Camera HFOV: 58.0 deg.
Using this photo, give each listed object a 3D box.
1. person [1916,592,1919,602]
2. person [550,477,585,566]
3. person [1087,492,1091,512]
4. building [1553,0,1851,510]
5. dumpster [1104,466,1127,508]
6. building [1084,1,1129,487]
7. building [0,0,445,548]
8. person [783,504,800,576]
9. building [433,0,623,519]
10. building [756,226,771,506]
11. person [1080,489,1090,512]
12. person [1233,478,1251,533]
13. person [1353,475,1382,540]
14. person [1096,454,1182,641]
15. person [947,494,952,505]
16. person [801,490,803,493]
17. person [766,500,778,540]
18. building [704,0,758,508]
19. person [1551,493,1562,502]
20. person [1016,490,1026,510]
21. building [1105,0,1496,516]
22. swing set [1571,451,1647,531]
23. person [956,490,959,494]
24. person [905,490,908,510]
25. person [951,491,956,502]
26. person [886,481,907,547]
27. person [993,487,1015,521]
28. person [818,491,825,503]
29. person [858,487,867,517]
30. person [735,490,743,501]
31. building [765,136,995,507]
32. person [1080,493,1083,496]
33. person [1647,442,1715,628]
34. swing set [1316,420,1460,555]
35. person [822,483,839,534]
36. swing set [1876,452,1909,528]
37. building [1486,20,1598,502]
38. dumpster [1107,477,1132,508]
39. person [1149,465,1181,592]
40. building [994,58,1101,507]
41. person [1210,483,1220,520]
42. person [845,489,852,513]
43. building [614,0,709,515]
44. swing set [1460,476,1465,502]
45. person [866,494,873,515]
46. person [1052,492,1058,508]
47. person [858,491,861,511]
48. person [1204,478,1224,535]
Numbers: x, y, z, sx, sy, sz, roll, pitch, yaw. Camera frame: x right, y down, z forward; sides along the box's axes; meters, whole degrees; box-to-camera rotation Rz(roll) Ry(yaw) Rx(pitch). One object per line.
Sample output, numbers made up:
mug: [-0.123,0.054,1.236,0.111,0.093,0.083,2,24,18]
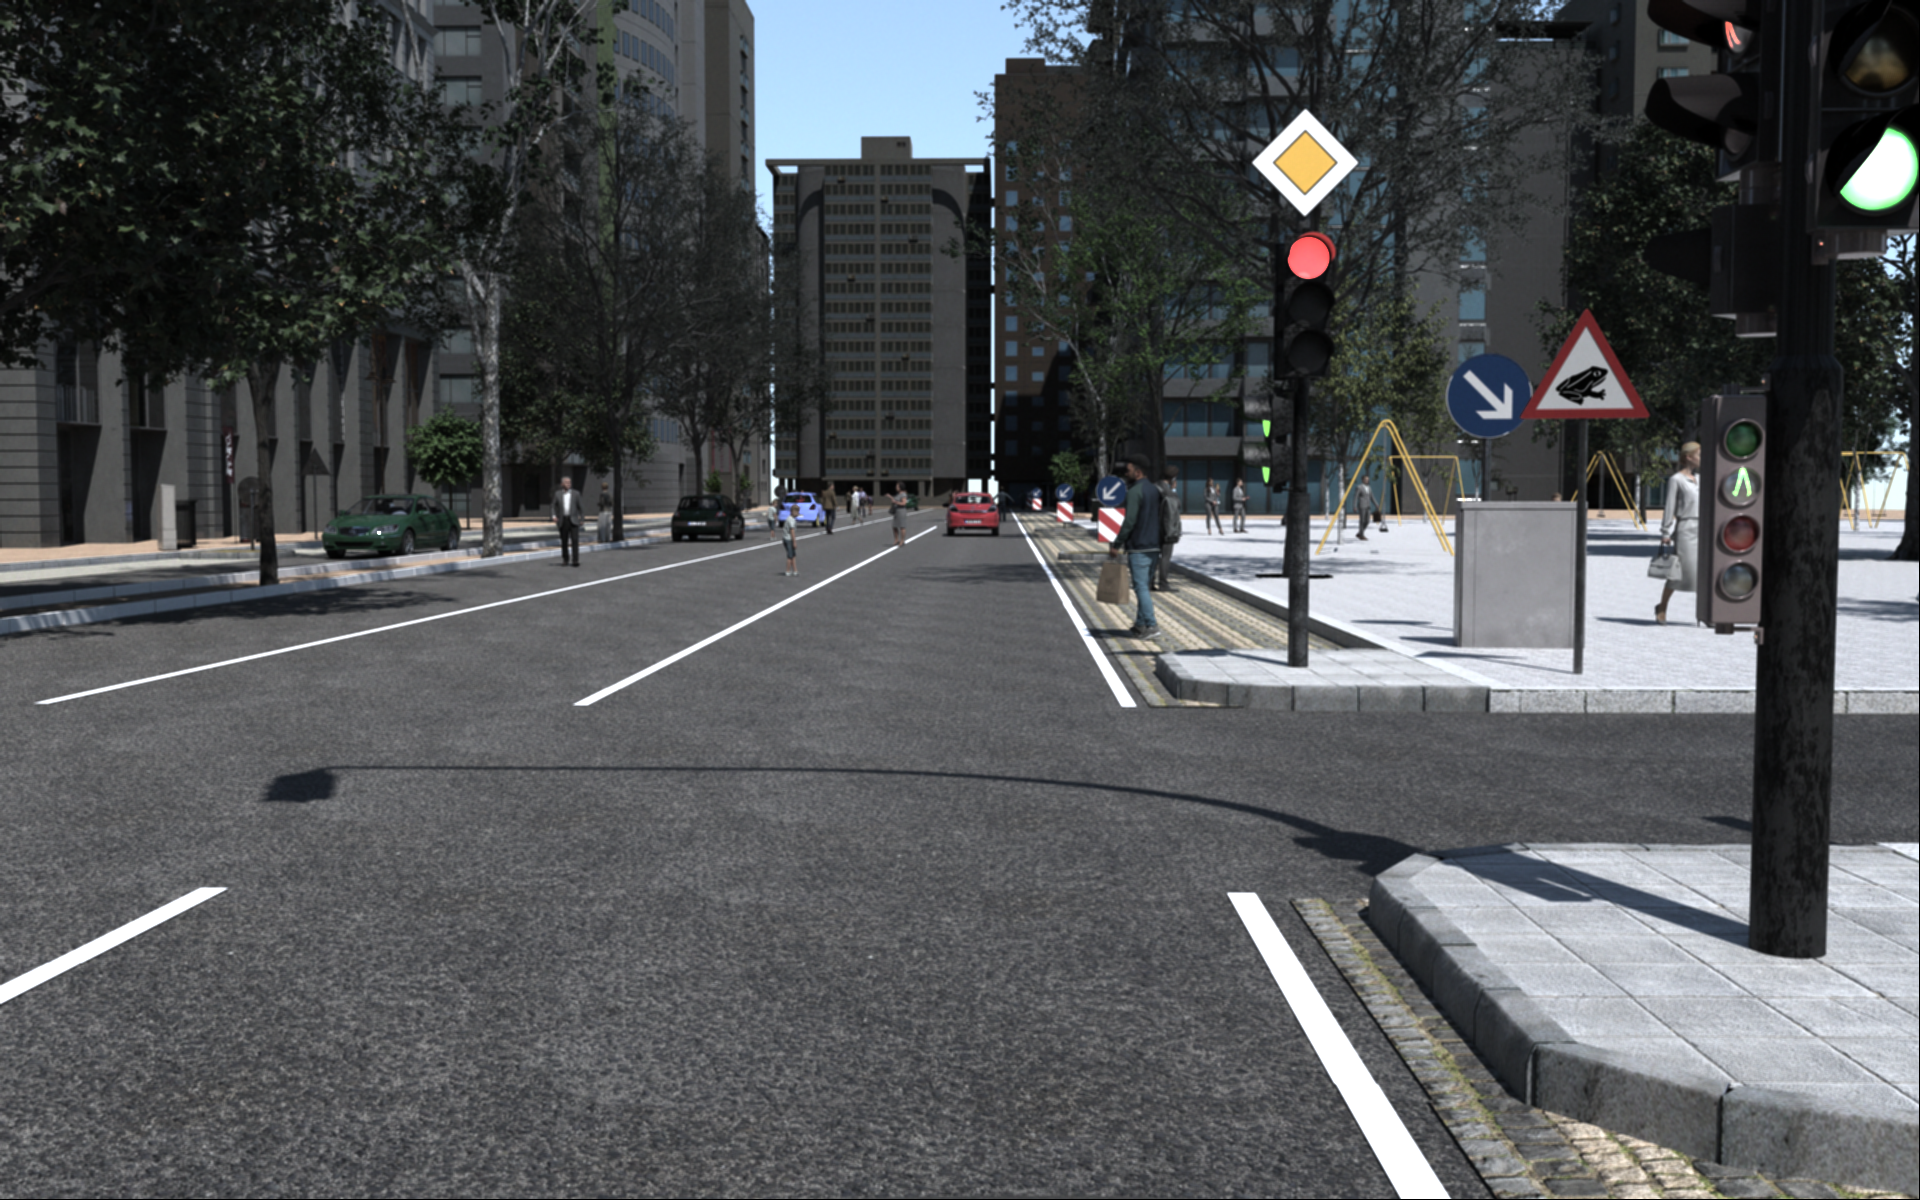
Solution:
person: [11.189,-0.825,19.553,0.620,1.820,0.660,0,4,0]
person: [-7.748,-1.551,34.263,0.661,1.777,0.834,-1,4,-19]
person: [9.293,-7.004,123.787,0.599,1.433,0.991,0,4,8]
building: [64.481,-32.108,148.670,21.600,48.544,21.300,0,4,1]
dumpster: [5.750,-3.627,61.800,1.502,2.255,1.985,0,4,2]
building: [21.898,-30.036,145.705,22.147,44.769,28.867,0,4,1]
building: [-26.747,-16.963,54.838,11.434,29.767,29.804,0,4,1]
person: [-2.951,-1.054,30.410,0.352,1.250,0.332,1,4,20]
building: [-27.291,-25.187,95.397,14.154,41.232,14.086,0,4,1]
building: [-27.732,-25.104,182.147,14.107,30.474,14.160,0,4,1]
person: [9.102,-7.302,125.370,0.705,1.831,1.348,2,4,32]
person: [9.316,-3.129,57.401,0.583,1.804,0.606,2,4,28]
person: [11.275,-2.570,48.190,0.709,1.813,0.853,-2,4,-35]
person: [1.740,-0.519,16.977,0.794,1.824,0.713,-2,4,-31]
person: [-0.798,-7.690,137.499,0.557,1.426,1.065,-1,4,-19]
person: [-13.001,-8.254,143.989,0.750,1.759,0.617,2,4,29]
person: [-5.854,-2.499,54.044,0.352,1.250,0.332,-1,4,-13]
building: [-29.676,-32.201,150.193,21.600,48.544,21.300,0,4,1]
person: [10.223,-1.195,29.837,0.306,1.304,0.590,0,4,-3]
person: [5.335,-8.570,148.694,0.705,1.814,1.350,3,5,40]
building: [21.907,-30.358,115.960,23.786,49.044,30.456,0,4,1]
swing set: [22.937,-3.931,61.892,2.862,2.851,3.119,1,4,16]
person: [-0.194,-7.028,124.080,0.551,1.740,0.621,-2,4,-24]
person: [-5.016,-9.245,159.744,0.705,1.812,1.348,-3,5,-39]
person: [-0.306,-5.920,106.765,0.593,1.643,0.415,3,5,44]
person: [-1.760,-2.349,47.265,0.532,1.782,0.716,-2,4,-30]
person: [2.198,-5.017,90.612,1.350,1.814,0.705,0,4,-5]
person: [-12.061,-8.814,153.122,1.217,1.766,0.721,-3,5,-39]
person: [-6.090,-5.998,106.434,0.709,1.838,0.599,1,4,9]
person: [-13.899,-6.098,109.021,0.721,1.723,1.217,1,4,12]
building: [-8.149,-30.512,190.749,23.993,40.220,32.217,0,4,1]
person: [10.353,-8.475,145.136,0.750,1.759,0.617,0,4,4]
person: [7.042,-0.632,16.734,0.694,1.780,0.624,-1,4,-13]
swing set: [9.281,-2.463,37.895,2.862,2.851,3.119,1,4,13]
person: [-4.632,-3.273,61.919,0.656,1.842,0.836,0,4,-1]
swing set: [33.885,-4.094,64.563,3.119,2.851,2.862,0,4,-7]
building: [46.737,-28.724,153.233,14.086,41.232,14.154,0,4,1]
dumpster: [5.665,-3.286,59.493,1.264,1.857,1.865,0,4,1]
person: [2.991,-1.039,25.293,0.447,1.846,0.655,-2,4,-31]
building: [10.737,-32.503,181.540,14.200,45.320,14.600,0,4,1]
person: [12.809,-4.951,86.968,0.580,1.828,0.573,-1,4,-21]
person: [-8.445,-7.549,131.937,0.705,1.823,1.348,-3,4,-37]
building: [-29.905,-35.111,116.061,21.231,58.520,28.212,0,4,1]
swing set: [19.037,-4.533,71.740,3.119,2.851,2.862,0,4,-5]
person: [-6.246,-6.572,119.179,0.421,1.427,0.697,2,4,35]
person: [8.658,-9.023,154.102,0.750,1.759,0.617,-2,4,-25]
person: [-8.766,-8.646,150.799,0.756,1.711,0.436,-1,4,-20]
person: [8.000,-2.952,54.584,0.520,1.790,0.573,-3,5,-45]
